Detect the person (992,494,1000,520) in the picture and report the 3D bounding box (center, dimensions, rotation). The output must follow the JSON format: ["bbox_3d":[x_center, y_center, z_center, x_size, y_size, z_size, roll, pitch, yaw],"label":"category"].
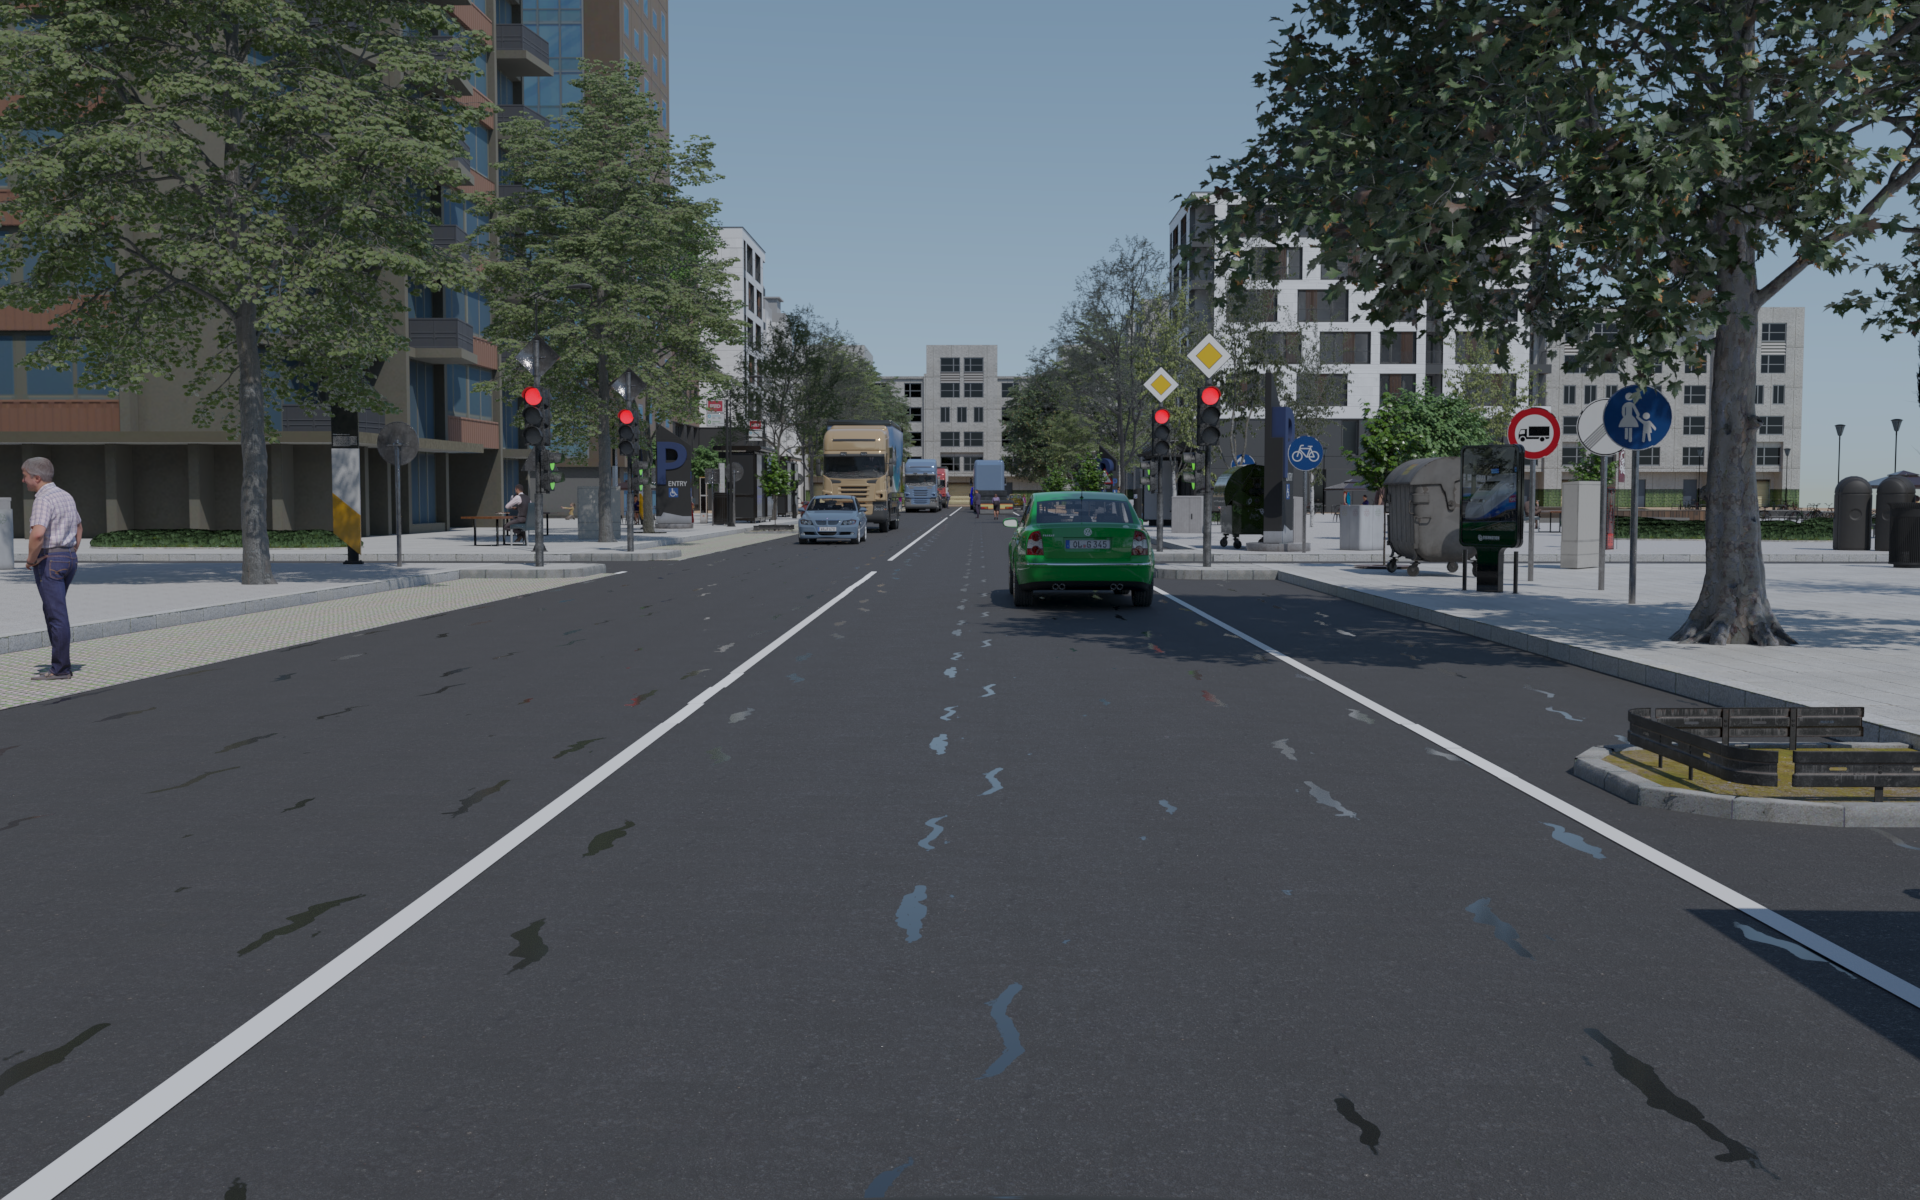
[{"bbox_3d":[2.005,-5.182,96.454,0.421,1.427,0.697,0,4,-3],"label":"person"}]

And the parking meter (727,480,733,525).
[{"bbox_3d":[-9.288,-3.938,70.098,0.255,1.863,0.399,-1,4,-14],"label":"parking meter"}]

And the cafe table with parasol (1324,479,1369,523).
[{"bbox_3d":[17.642,-4.461,77.806,2.610,1.966,2.610,3,5,42],"label":"cafe table with parasol"}]

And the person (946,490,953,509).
[{"bbox_3d":[-1.039,-9.915,170.474,0.599,1.838,0.709,0,4,-5],"label":"person"}]

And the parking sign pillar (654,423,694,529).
[{"bbox_3d":[-10.672,-4.651,64.521,1.447,3.967,1.447,0,4,-4],"label":"parking sign pillar"}]

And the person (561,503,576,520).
[{"bbox_3d":[-19.396,-4.394,85.803,0.695,0.859,0.347,-1,4,-23],"label":"person"}]

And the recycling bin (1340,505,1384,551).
[{"bbox_3d":[9.175,-1.653,39.579,0.722,1.027,0.722,-2,4,-30],"label":"recycling bin"}]

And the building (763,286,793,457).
[{"bbox_3d":[-23.843,-18.807,163.909,16.016,20.091,11.380,0,4,1],"label":"building"}]

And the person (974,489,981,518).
[{"bbox_3d":[1.030,-5.714,102.841,0.530,1.710,0.541,3,5,45],"label":"person"}]

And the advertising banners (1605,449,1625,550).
[{"bbox_3d":[14.943,-2.668,39.808,0.090,3.025,2.074,3,5,41],"label":"advertising banners"}]

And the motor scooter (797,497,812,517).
[{"bbox_3d":[-6.592,-3.775,74.498,0.815,1.314,1.986,0,4,2],"label":"motor scooter"}]

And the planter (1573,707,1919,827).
[{"bbox_3d":[4.118,0.777,8.431,1.991,0.319,1.994,0,4,1],"label":"planter"}]

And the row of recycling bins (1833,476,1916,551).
[{"bbox_3d":[21.416,-1.929,38.660,3.534,1.692,1.069,3,5,40],"label":"row of recycling bins"}]

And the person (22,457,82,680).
[{"bbox_3d":[-7.000,-0.233,13.256,0.436,1.711,0.756,0,4,4],"label":"person"}]

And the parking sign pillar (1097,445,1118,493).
[{"bbox_3d":[7.962,-6.460,94.093,1.447,3.967,1.447,-3,5,-41],"label":"parking sign pillar"}]

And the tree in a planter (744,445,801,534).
[{"bbox_3d":[-6.762,-4.036,63.212,1.991,3.239,1.994,0,4,1],"label":"tree in a planter"}]

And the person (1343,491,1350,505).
[{"bbox_3d":[18.446,-4.577,82.583,0.593,1.614,0.444,-3,4,-38],"label":"person"}]

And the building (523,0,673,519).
[{"bbox_3d":[-24.269,-27.278,96.105,14.600,45.320,14.200,0,4,1],"label":"building"}]

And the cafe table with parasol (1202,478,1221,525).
[{"bbox_3d":[10.756,-4.096,71.831,2.610,1.966,2.610,1,4,10],"label":"cafe table with parasol"}]

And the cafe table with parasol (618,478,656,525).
[{"bbox_3d":[-13.500,-4.091,71.755,2.610,1.966,2.610,-2,4,-31],"label":"cafe table with parasol"}]

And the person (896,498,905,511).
[{"bbox_3d":[-5.079,-8.283,147.145,0.991,1.433,0.599,0,4,1],"label":"person"}]

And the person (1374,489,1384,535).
[{"bbox_3d":[12.968,-2.908,53.718,0.434,1.807,0.598,1,4,22],"label":"person"}]

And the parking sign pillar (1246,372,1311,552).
[{"bbox_3d":[7.191,-3.091,39.009,1.447,3.967,1.447,1,4,22],"label":"parking sign pillar"}]

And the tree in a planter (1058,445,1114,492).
[{"bbox_3d":[4.732,-4.050,63.437,1.991,3.239,1.994,0,4,1],"label":"tree in a planter"}]

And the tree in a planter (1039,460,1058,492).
[{"bbox_3d":[5.044,-5.738,91.031,1.991,3.239,1.994,0,4,1],"label":"tree in a planter"}]

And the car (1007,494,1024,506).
[{"bbox_3d":[5.871,-10.692,185.036,2.015,1.641,3.980,0,4,-1],"label":"car"}]

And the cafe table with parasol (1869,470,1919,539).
[{"bbox_3d":[27.197,-2.759,49.981,2.610,1.966,2.610,-2,4,-30],"label":"cafe table with parasol"}]

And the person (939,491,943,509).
[{"bbox_3d":[-1.950,-9.537,165.343,0.530,1.710,0.541,-3,5,-44],"label":"person"}]

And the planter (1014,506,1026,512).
[{"bbox_3d":[5.882,-8.960,167.629,1.991,0.319,1.994,0,4,1],"label":"planter"}]

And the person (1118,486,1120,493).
[{"bbox_3d":[11.301,-7.154,123.027,0.705,1.823,1.348,2,4,29],"label":"person"}]

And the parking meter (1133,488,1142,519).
[{"bbox_3d":[7.497,-3.961,73.179,0.372,1.533,0.369,0,3,0],"label":"parking meter"}]

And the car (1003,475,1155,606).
[{"bbox_3d":[1.571,-0.897,23.466,1.959,1.807,4.718,0,3,0],"label":"car"}]

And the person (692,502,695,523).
[{"bbox_3d":[-11.380,-3.928,72.735,0.387,1.526,0.523,1,4,12],"label":"person"}]

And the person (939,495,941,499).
[{"bbox_3d":[-2.242,-9.305,161.429,1.217,1.735,0.721,2,4,35],"label":"person"}]

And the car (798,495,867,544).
[{"bbox_3d":[-3.713,-2.381,50.932,2.014,1.417,4.499,0,4,1],"label":"car"}]

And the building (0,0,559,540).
[{"bbox_3d":[-27.166,-24.846,60.854,22.147,44.769,28.867,0,4,1],"label":"building"}]

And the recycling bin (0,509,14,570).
[{"bbox_3d":[-16.534,-1.026,29.331,0.722,1.027,0.722,3,5,42],"label":"recycling bin"}]

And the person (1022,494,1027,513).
[{"bbox_3d":[4.965,-7.353,131.951,0.599,1.433,0.991,1,4,13],"label":"person"}]

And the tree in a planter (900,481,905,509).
[{"bbox_3d":[-5.612,-10.409,167.409,1.991,3.239,1.994,0,4,1],"label":"tree in a planter"}]

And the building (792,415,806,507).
[{"bbox_3d":[-30.151,-14.386,177.360,28.070,9.664,9.099,0,4,1],"label":"building"}]

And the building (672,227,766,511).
[{"bbox_3d":[-30.514,-17.526,130.521,27.936,21.610,32.646,0,4,1],"label":"building"}]

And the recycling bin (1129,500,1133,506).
[{"bbox_3d":[7.193,-3.904,76.392,0.722,1.027,0.722,3,5,42],"label":"recycling bin"}]
